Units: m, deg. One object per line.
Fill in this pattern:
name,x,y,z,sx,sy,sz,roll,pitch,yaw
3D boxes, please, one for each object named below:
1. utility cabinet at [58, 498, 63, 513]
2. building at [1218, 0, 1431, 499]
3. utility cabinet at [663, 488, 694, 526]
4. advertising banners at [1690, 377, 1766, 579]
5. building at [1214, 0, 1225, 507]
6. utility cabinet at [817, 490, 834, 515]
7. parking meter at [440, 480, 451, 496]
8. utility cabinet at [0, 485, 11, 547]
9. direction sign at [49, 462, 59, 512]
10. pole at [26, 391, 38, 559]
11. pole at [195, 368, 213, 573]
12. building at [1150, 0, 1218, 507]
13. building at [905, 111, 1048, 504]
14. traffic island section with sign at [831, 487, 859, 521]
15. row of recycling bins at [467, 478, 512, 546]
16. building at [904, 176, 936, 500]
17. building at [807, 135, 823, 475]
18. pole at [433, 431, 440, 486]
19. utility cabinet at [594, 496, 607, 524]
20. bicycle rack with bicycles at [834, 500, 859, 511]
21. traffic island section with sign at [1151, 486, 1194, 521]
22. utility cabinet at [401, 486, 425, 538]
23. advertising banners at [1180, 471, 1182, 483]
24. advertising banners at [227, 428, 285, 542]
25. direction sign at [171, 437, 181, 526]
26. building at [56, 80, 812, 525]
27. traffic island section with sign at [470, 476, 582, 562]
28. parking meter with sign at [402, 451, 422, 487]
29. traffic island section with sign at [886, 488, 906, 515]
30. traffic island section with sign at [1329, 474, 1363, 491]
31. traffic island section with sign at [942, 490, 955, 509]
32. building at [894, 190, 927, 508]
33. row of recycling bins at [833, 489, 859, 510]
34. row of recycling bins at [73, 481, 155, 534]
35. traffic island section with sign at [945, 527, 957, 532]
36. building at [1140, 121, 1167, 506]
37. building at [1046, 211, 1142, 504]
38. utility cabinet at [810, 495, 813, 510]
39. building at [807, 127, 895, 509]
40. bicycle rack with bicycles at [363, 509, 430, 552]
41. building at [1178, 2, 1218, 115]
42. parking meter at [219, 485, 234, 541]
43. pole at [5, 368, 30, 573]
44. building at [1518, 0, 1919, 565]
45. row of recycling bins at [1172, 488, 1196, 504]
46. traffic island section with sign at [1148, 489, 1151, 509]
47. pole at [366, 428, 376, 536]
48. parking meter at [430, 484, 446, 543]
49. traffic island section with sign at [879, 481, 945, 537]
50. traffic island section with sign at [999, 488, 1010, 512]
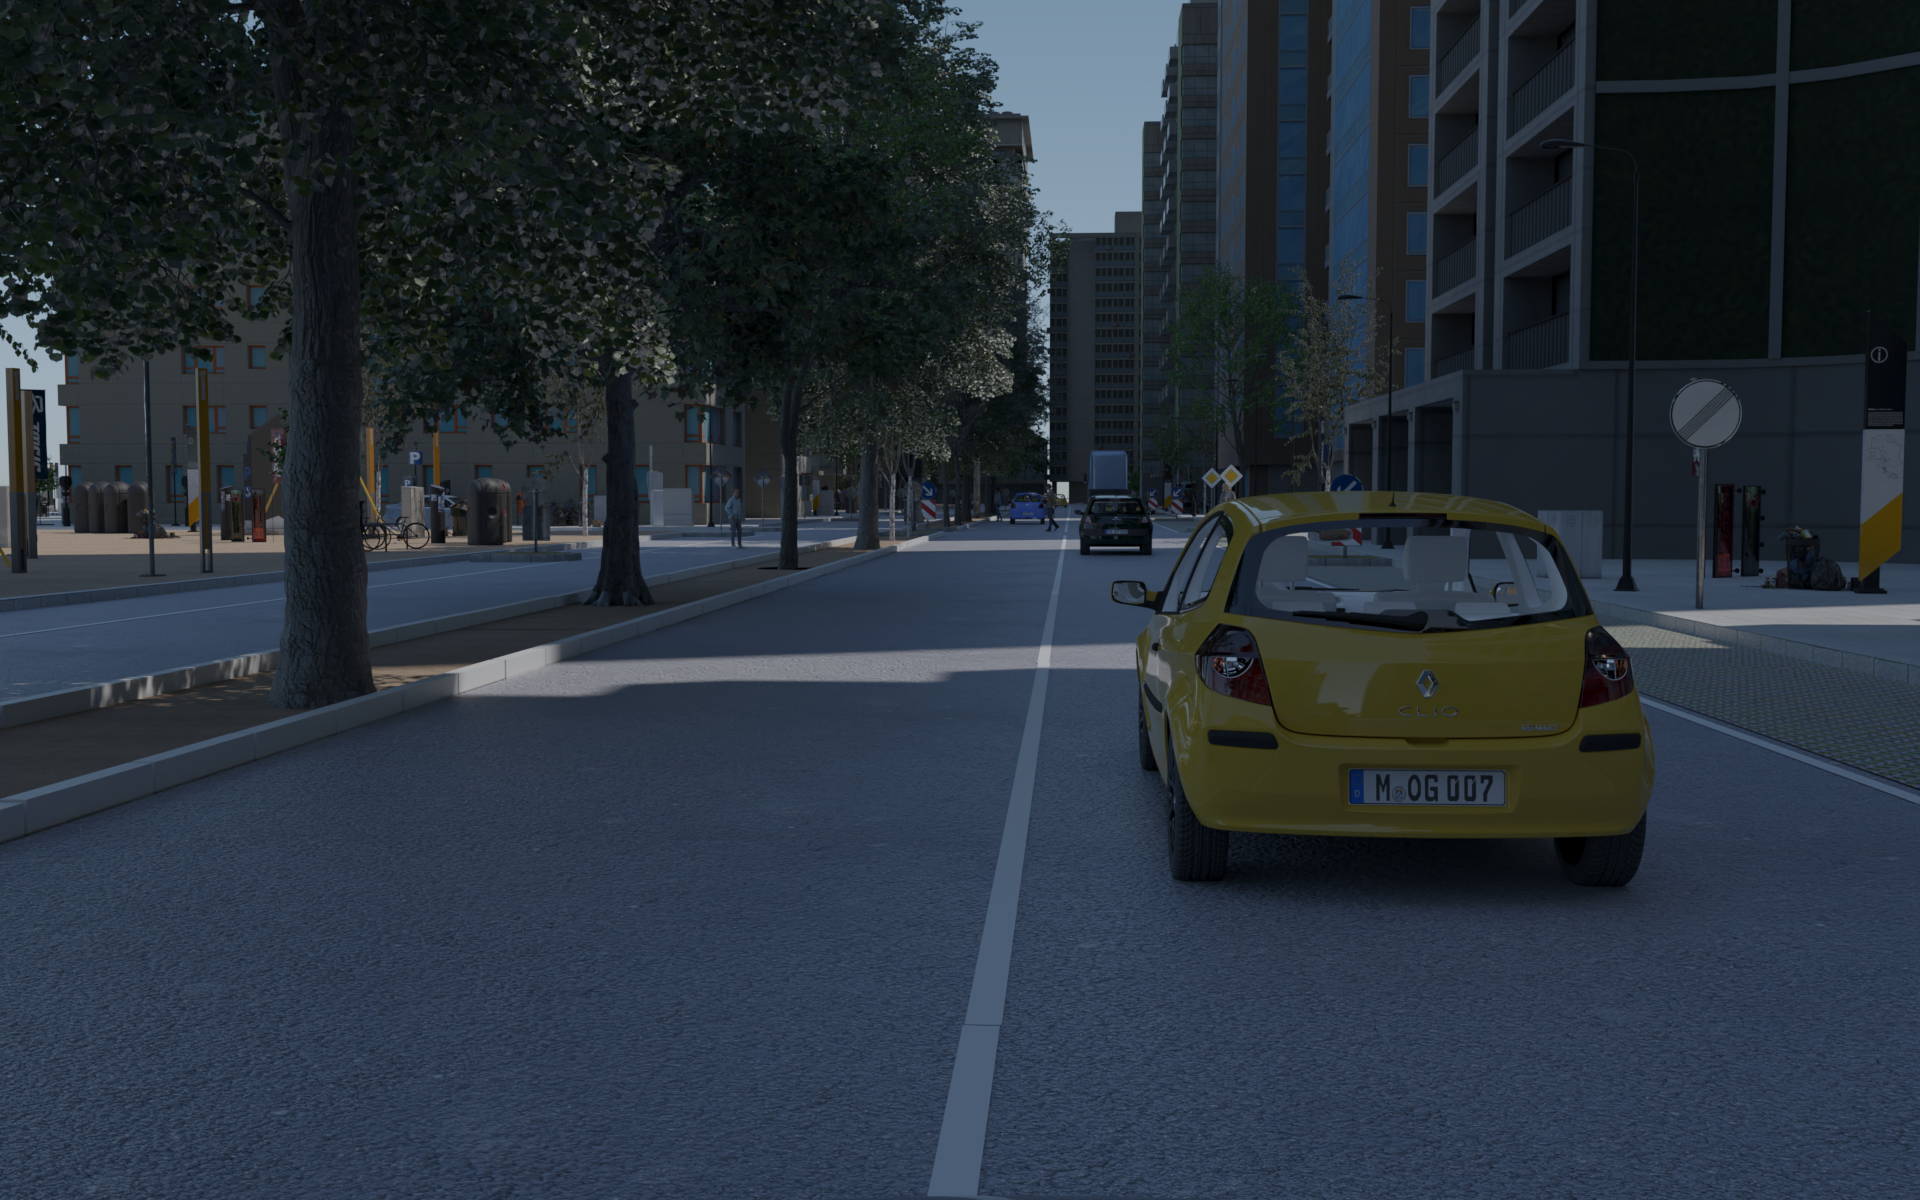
utility cabinet,-62.371,-6.672,120.243,0.306,1.237,1.020,-3,5,-40
building,20.995,-26.838,88.909,14.600,45.320,14.200,0,4,4
utility cabinet,-11.091,-3.649,68.347,1.173,1.500,0.318,1,4,12
advertising banners,11.699,-1.851,26.447,2.074,3.025,0.090,-2,4,-35
building,29.137,-35.647,124.823,21.231,58.520,28.212,0,4,4
utility cabinet,-8.083,-5.778,103.157,1.173,1.500,0.318,2,4,28
parking meter,-21.157,-4.005,71.196,0.255,1.863,0.399,2,4,30
utility cabinet,-23.107,-2.016,41.636,1.173,1.500,0.318,2,4,32
direction sign,-64.966,-8.090,124.275,0.379,3.537,0.876,1,4,11
pole,-18.409,-2.472,34.254,0.158,3.312,0.155,0,3,0
pole,-12.277,-2.097,28.131,0.158,3.312,0.155,0,3,0
building,31.148,-33.658,169.911,23.786,49.044,30.456,0,4,4
building,-1.793,-39.740,238.991,27.495,52.752,28.713,0,4,4
traffic island section with sign,-5.739,-5.076,91.617,1.989,1.847,2.006,0,4,4
row of recycling bins,-12.174,-2.300,44.723,1.069,1.692,3.534,-1,4,-10
building,-14.870,-31.201,202.012,23.993,40.220,32.217,0,4,4
building,-21.772,-28.604,122.293,22.147,44.769,28.867,0,4,4
pole,-16.786,-3.774,55.552,0.158,3.312,0.155,0,3,0
utility cabinet,-14.556,-3.684,71.396,1.020,1.237,0.306,0,4,-7
bicycle rack with bicycles,-8.217,-7.248,131.882,2.852,0.926,2.925,3,4,38
traffic island section with sign,11.240,-5.038,90.992,1.989,1.847,2.006,0,4,4
utility cabinet,-15.819,-2.535,50.132,0.318,1.500,1.173,0,4,0
advertising banners,16.645,-8.144,129.350,0.090,3.025,2.074,1,4,21
advertising banners,-18.699,-3.051,46.074,2.074,3.025,0.090,2,4,23
direction sign,-31.457,-4.732,69.358,0.379,3.537,0.876,-2,4,-34
building,-23.323,-14.751,86.212,27.650,21.520,28.899,0,4,4
traffic island section with sign,-9.262,-1.753,37.291,1.989,1.847,2.006,0,4,4
parking meter with sign,-22.194,-4.499,69.816,0.543,3.016,1.738,0,4,0
traffic island section with sign,-3.981,-6.729,118.654,1.989,1.847,2.006,0,4,4
traffic island section with sign,7.604,-1.621,35.128,1.989,1.847,2.006,0,4,4
traffic island section with sign,-0.717,-9.802,168.895,1.989,1.847,2.006,0,4,4
building,-10.791,-23.997,164.051,14.160,30.474,14.107,0,4,4
row of recycling bins,-8.997,-8.131,140.048,3.534,1.692,1.069,3,5,41
row of recycling bins,-27.809,-3.044,56.879,3.534,1.692,1.069,2,4,29
traffic island section with sign,-1.178,-3.559,66.322,2.006,1.907,1.989,0,4,4
building,27.128,-31.137,192.685,14.154,41.232,14.086,0,4,4
building,24.094,-33.569,240.740,23.993,40.220,32.217,0,4,4
utility cabinet,-11.667,-7.906,140.420,1.020,1.237,0.306,1,4,10
building,-13.354,-28.513,149.777,14.154,41.232,14.086,0,4,4
bicycle rack with bicycles,-13.804,-1.585,39.301,2.925,0.926,2.852,0,4,-2
building,25.483,-28.412,148.135,14.154,41.232,14.086,0,4,4
parking meter,-20.290,-2.419,47.963,0.372,1.533,0.369,0,3,0
pole,-15.299,-2.093,28.072,0.158,3.312,0.155,0,3,0
building,20.345,-36.555,35.924,20.563,71.187,20.611,0,4,4
row of recycling bins,15.419,-6.832,118.815,1.069,1.692,3.534,0,4,-8
traffic island section with sign,12.980,-6.683,117.891,1.989,1.847,2.006,0,4,4
pole,-18.148,-3.639,53.340,0.158,3.312,0.155,0,3,0
parking meter,-13.611,-2.246,45.139,0.372,1.533,0.369,0,3,0
traffic island section with sign,-1.668,-3.107,58.931,2.006,1.907,1.989,0,4,4
traffic island section with sign,3.677,-8.145,141.304,2.006,1.907,1.989,0,4,4
